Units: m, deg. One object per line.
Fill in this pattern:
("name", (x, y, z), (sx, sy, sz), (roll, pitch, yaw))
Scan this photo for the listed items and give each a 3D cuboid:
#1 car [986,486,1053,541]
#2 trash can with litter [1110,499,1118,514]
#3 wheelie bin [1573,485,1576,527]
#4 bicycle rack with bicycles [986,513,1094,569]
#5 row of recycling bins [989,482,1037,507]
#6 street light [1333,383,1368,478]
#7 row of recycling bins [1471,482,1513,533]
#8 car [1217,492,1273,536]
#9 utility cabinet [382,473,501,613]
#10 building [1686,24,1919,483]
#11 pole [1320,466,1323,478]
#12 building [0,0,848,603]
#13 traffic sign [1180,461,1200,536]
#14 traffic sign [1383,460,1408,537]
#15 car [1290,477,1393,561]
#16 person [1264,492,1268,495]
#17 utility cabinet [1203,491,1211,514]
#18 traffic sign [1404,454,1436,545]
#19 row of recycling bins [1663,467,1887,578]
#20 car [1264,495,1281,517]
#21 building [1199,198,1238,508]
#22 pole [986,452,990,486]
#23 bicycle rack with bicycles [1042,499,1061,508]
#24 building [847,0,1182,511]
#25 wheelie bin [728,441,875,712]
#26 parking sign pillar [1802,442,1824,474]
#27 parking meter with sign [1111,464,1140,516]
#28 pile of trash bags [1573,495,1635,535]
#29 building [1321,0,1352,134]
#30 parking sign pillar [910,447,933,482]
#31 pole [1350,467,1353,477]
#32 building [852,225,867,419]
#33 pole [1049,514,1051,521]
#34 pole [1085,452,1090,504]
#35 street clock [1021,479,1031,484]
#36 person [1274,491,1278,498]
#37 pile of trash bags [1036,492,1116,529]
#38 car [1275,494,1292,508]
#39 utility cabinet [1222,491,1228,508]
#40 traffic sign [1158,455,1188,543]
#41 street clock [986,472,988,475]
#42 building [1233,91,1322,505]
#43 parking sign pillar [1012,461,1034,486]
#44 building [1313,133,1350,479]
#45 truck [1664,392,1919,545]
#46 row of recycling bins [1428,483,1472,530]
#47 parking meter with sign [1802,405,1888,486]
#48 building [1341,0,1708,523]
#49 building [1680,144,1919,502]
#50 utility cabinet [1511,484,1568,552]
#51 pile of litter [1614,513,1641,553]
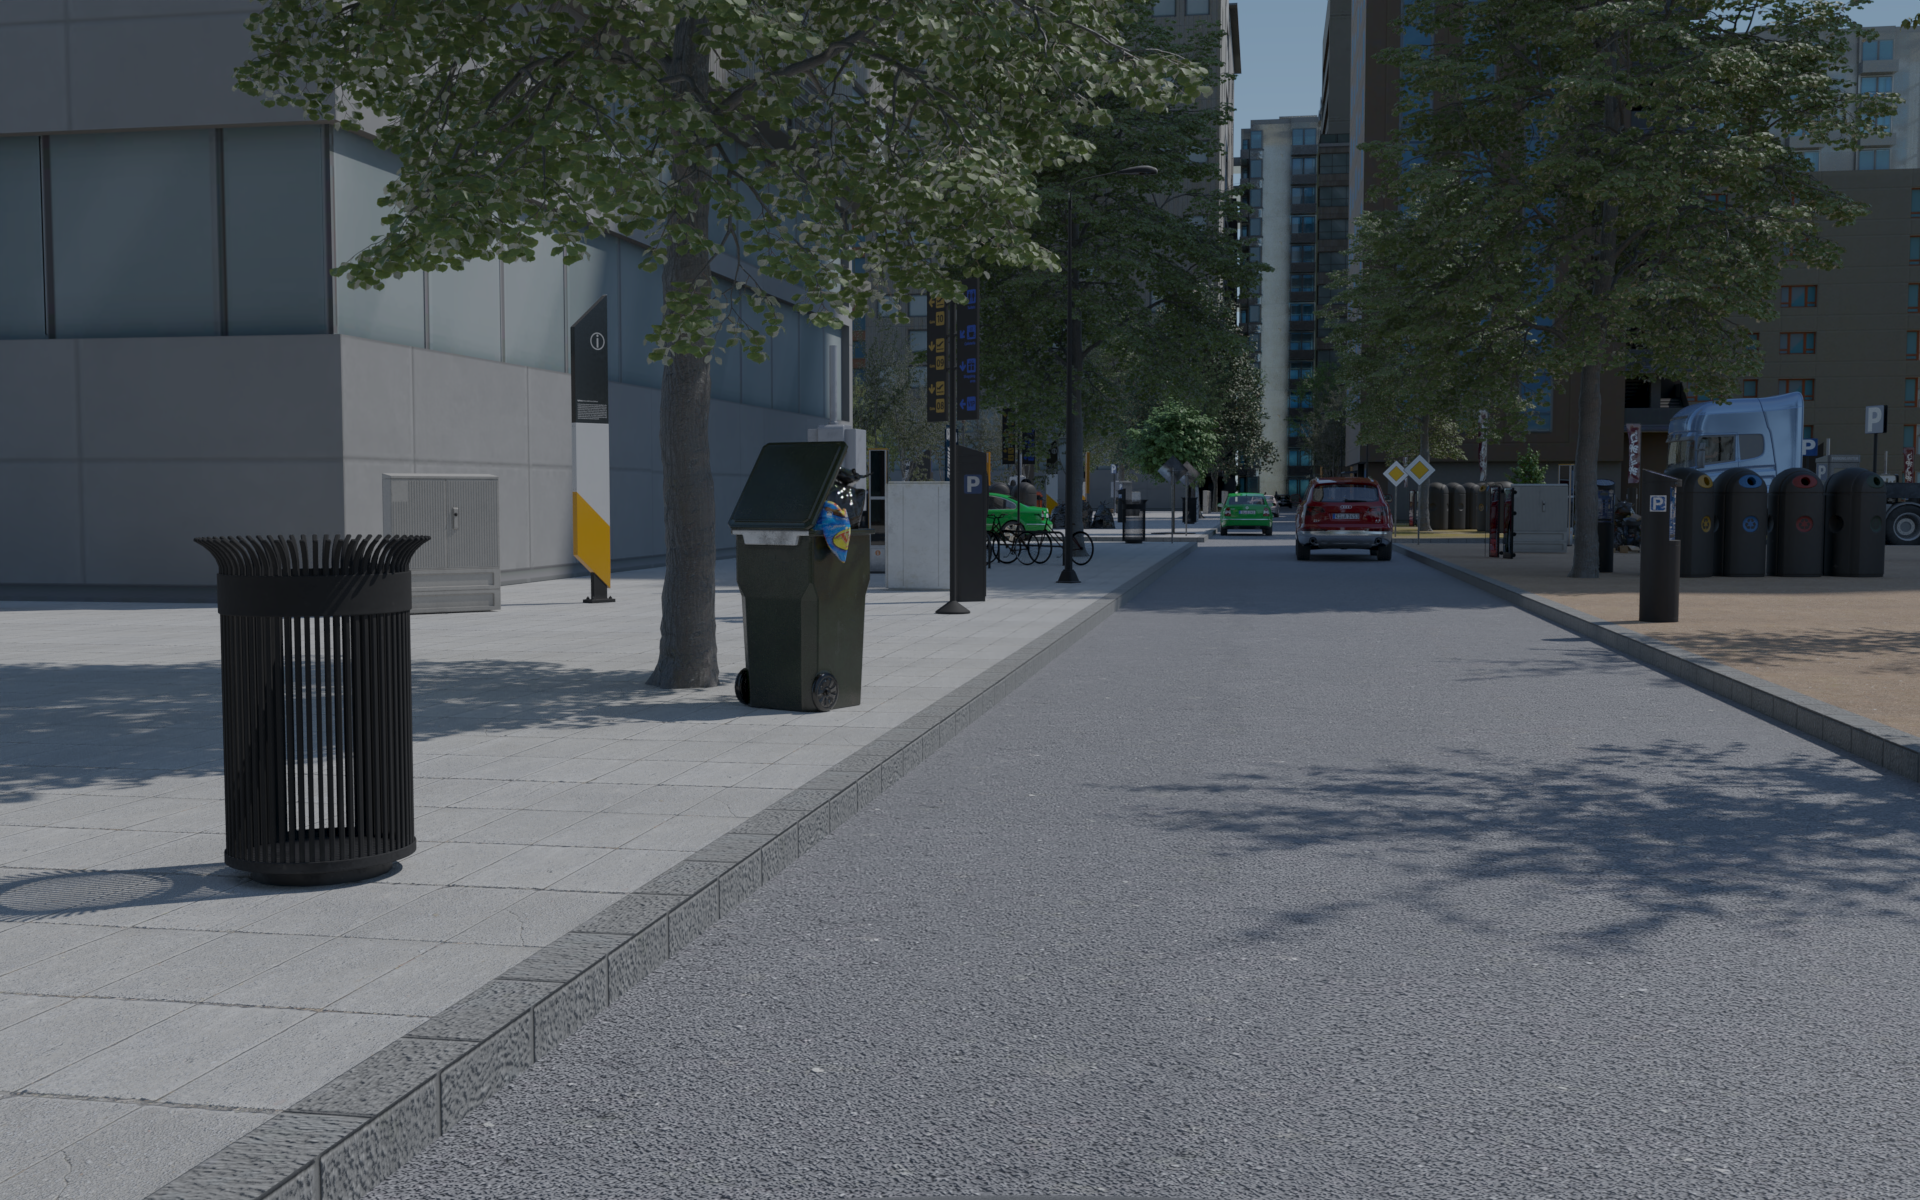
("car", (0.306, -2.521, 50.007), (4.718, 1.807, 1.959), (1, 4, 9))
("trash can with litter", (10.235, -6.268, 113.873), (1.055, 1.170, 0.624), (1, 4, 11))
("wheelie bin", (21.721, -3.233, 60.773), (0.980, 1.594, 0.693), (3, 5, 42))
("bicycle rack with bicycles", (0.615, -1.093, 31.257), (2.852, 0.926, 2.925), (-3, 4, -39))
("row of recycling bins", (0.927, -3.250, 60.254), (3.534, 1.692, 1.069), (-1, 4, -10))
("street light", (16.534, -6.124, 72.674), (1.470, 5.913, 1.316), (1, 4, 10))
("row of recycling bins", (18.116, -3.127, 58.243), (1.069, 1.692, 3.534), (0, 4, 8))
("car", (10.059, -3.193, 61.008), (1.959, 1.807, 4.718), (0, 4, 8))
("utility cabinet", (-5.566, -0.609, 18.633), (1.173, 1.500, 0.318), (-3, 4, -36))
("building", (84.285, -34.272, 179.952), (30.456, 49.044, 23.786), (1, 4, 10))
("pole", (25.835, -7.948, 123.796), (0.158, 3.312, 0.155), (0, 3, 0))
("building", (-16.741, -27.215, 34.202), (27.495, 52.752, 28.713), (1, 4, 10))
("traffic sign", (6.903, -3.004, 52.762), (0.795, 2.450, 0.064), (1, 4, 10))
("traffic sign", (12.999, -2.937, 51.667), (0.795, 2.450, 0.064), (1, 4, 10))
("car", (8.578, -1.850, 38.915), (2.281, 1.827, 5.304), (1, 4, 10))
("person", (31.559, -10.320, 178.708), (0.415, 1.643, 0.593), (-3, 5, -45))
("utility cabinet", (15.983, -6.318, 111.973), (0.318, 1.500, 1.173), (1, 4, 19))
("traffic sign", (11.607, -2.456, 43.803), (0.795, 2.450, 0.064), (1, 4, 10))
("row of recycling bins", (12.551, -1.215, 26.971), (3.534, 1.692, 1.069), (0, 4, -2))
("car", (18.920, -5.842, 107.881), (2.083, 1.381, 4.827), (1, 4, 12))
("building", (18.902, -23.959, 163.424), (14.160, 30.474, 14.107), (1, 4, 10))
("pole", (1.366, -5.505, 83.853), (0.158, 3.312, 0.155), (0, 3, 0))
("bicycle rack with bicycles", (5.815, -6.573, 120.843), (2.852, 0.926, 2.925), (-2, 4, -30))
("building", (8.164, -33.835, 142.443), (28.713, 52.752, 27.495), (1, 4, 10))
("wheelie bin", (-0.960, -0.157, 10.481), (0.980, 1.594, 0.693), (2, 4, 34))
("parking sign pillar", (44.197, -6.218, 90.143), (1.447, 3.967, 1.447), (2, 4, 29))
("parking meter with sign", (9.650, -6.390, 100.743), (1.738, 3.016, 0.543), (-2, 4, -30))
("pile of trash bags", (19.862, -2.691, 53.758), (1.912, 1.369, 3.447), (3, 4, 37))
("building", (43.803, -32.616, 156.978), (21.300, 48.544, 21.600), (1, 4, 10))
("parking sign pillar", (-2.225, -6.812, 99.849), (1.447, 3.967, 1.447), (1, 4, 23))
("pole", (27.170, -7.725, 120.152), (0.158, 3.312, 0.155), (0, 3, 0))
("building", (-10.716, -33.229, 197.925), (28.867, 44.769, 22.147), (1, 4, 10))
("pole", (3.876, -5.015, 75.833), (0.158, 3.312, 0.155), (0, 3, 0))
("pole", (6.227, -5.554, 84.646), (0.158, 3.312, 0.155), (0, 3, 0))
("street clock", (3.123, -4.742, 82.100), (0.471, 2.002, 0.358), (2, 4, 33))
("person", (33.694, -10.751, 185.014), (0.721, 1.736, 1.217), (-1, 4, -23))
("pile of trash bags", (3.933, -3.301, 63.720), (3.447, 1.369, 1.912), (-2, 4, -32))
("car", (32.716, -10.126, 175.345), (2.009, 1.686, 4.222), (1, 4, 9))
("utility cabinet", (19.121, -7.112, 124.953), (0.318, 1.500, 1.173), (0, 4, 1))
("traffic sign", (5.511, -2.523, 44.899), (0.795, 2.450, 0.064), (1, 4, 10))
("street clock", (0.469, -2.481, 45.137), (0.471, 2.002, 0.358), (-1, 4, -11))
("building", (49.297, -36.585, 217.775), (30.456, 49.044, 23.786), (1, 4, 10))
("parking sign pillar", (3.668, -6.882, 100.995), (1.447, 3.967, 1.447), (-2, 4, -33))
("building", (35.982, -22.576, 140.812), (14.160, 30.474, 14.107), (1, 4, 10))
("truck", (27.873, -3.419, 45.660), (18.799, 4.110, 2.967), (1, 4, 8))
("row of recycling bins", (18.097, -3.396, 62.644), (3.534, 1.692, 1.069), (-3, 4, -38))
("parking meter with sign", (17.215, -2.311, 34.040), (1.738, 3.016, 0.543), (0, 4, -8))
("building", (25.578, -26.328, 80.577), (14.600, 45.320, 14.200), (1, 4, 10))
("building", (40.267, -16.124, 108.665), (27.650, 21.520, 28.899), (1, 4, 10))
("utility cabinet", (12.581, -1.773, 37.663), (1.173, 1.500, 0.318), (1, 4, 15))
("pile of litter", (14.741, -1.458, 37.796), (1.719, 0.858, 1.176), (2, 4, 30))
